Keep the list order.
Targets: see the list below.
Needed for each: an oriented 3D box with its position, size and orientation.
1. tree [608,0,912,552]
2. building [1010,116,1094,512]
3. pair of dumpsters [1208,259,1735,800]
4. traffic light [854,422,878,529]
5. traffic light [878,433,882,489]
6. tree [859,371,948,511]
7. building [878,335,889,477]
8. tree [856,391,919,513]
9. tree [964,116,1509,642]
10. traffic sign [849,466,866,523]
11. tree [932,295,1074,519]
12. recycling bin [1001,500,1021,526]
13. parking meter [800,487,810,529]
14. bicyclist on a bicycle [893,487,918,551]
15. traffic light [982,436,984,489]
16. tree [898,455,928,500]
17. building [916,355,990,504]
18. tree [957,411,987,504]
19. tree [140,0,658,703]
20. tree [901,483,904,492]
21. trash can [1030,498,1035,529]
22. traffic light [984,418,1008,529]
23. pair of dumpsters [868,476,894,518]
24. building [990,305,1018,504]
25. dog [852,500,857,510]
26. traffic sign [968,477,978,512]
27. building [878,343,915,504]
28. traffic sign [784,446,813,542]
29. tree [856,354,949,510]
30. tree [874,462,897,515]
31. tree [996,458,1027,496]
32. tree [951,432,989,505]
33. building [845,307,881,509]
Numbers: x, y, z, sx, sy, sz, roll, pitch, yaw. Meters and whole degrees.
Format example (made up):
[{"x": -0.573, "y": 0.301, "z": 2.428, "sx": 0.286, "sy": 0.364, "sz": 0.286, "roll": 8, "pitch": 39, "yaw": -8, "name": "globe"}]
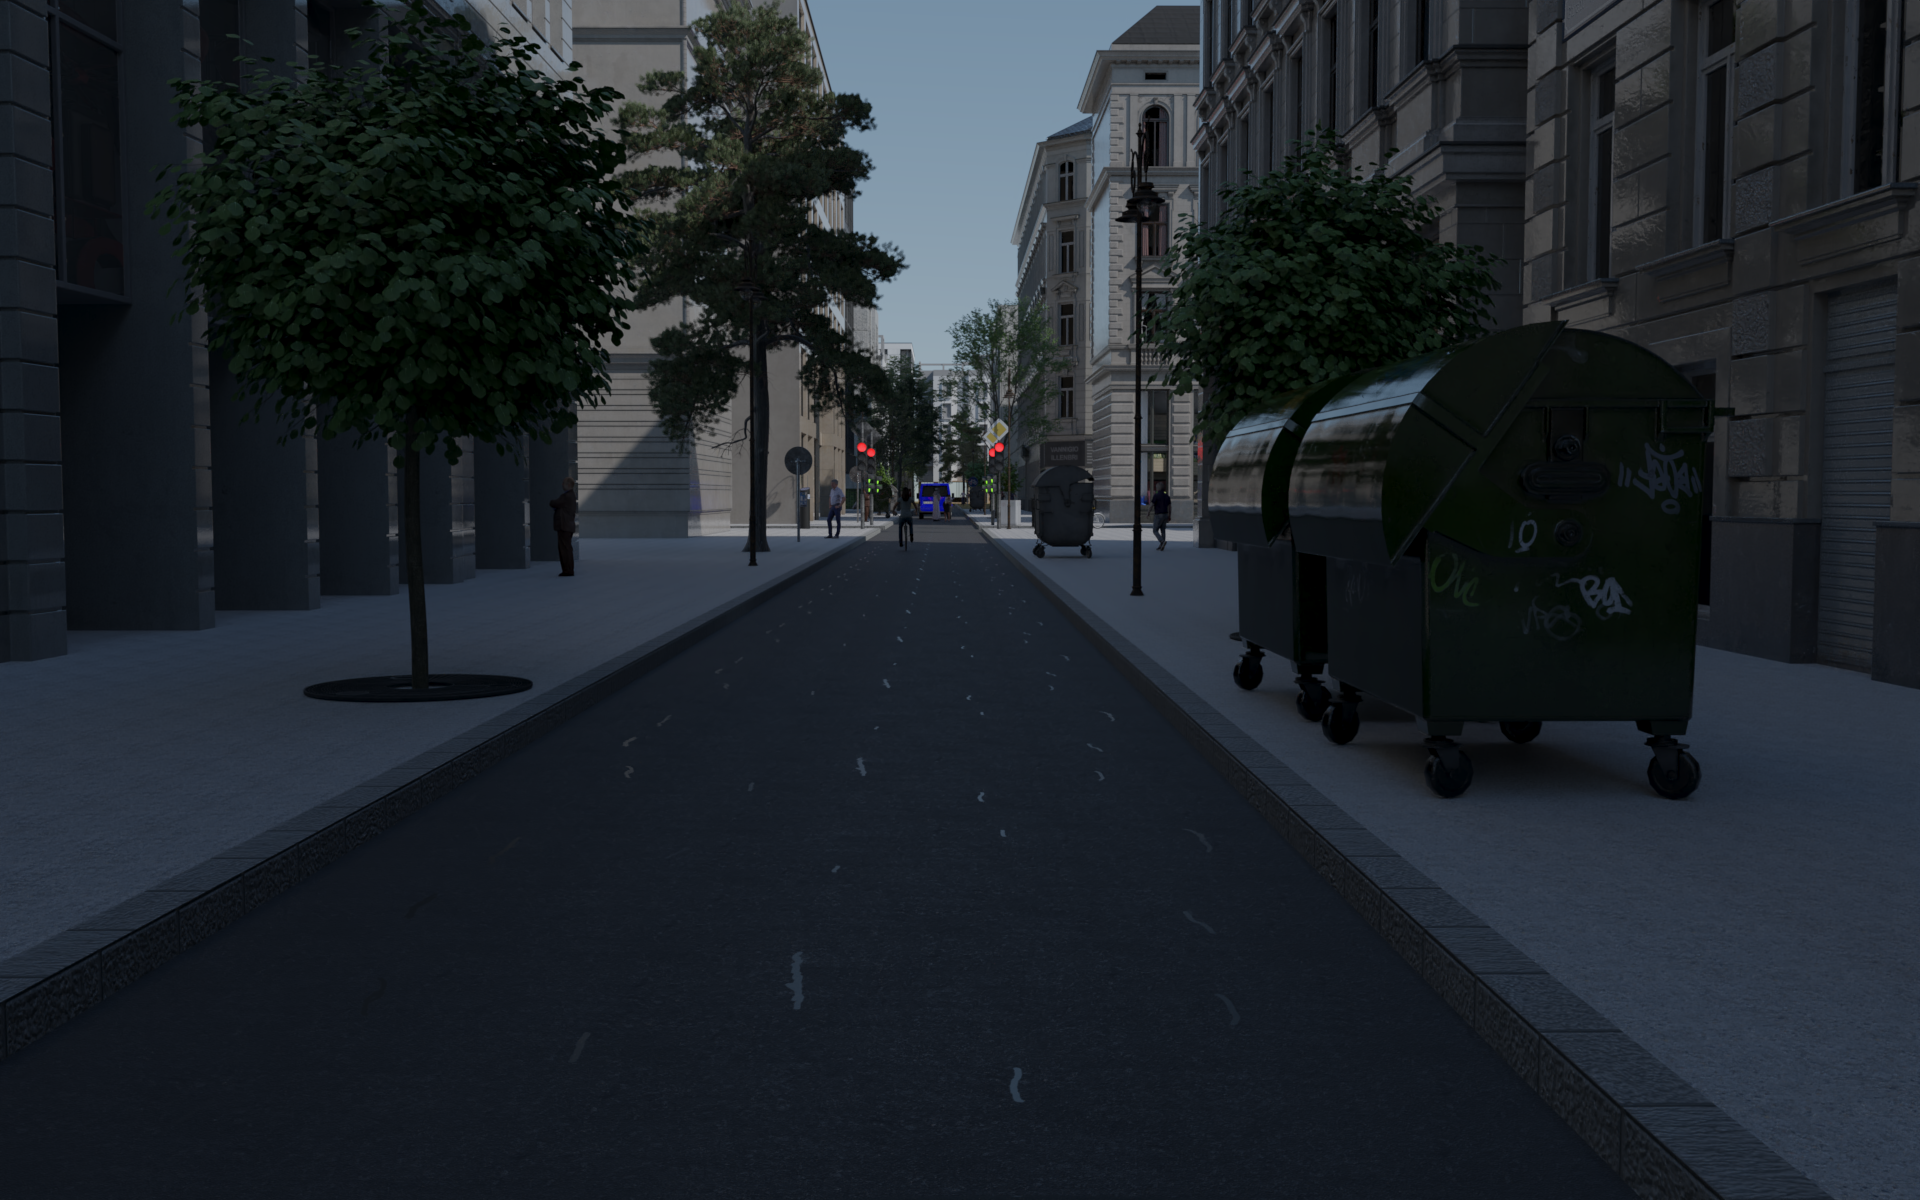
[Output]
[{"x": -4.428, "y": -7.102, "z": 38.174, "sx": 6.751, "sy": 12.117, "sz": 7.091, "roll": 0, "pitch": 3, "yaw": 0, "name": "tree"}, {"x": 12.954, "y": -21.292, "z": 124.542, "sx": 17.030, "sy": 29.872, "sz": 44.131, "roll": 0, "pitch": 4, "yaw": -1, "name": "building"}, {"x": 2.446, "y": -0.413, "z": 9.254, "sx": 1.574, "sy": 2.255, "sz": 4.436, "roll": 0, "pitch": 4, "yaw": -1, "name": "pair of dumpsters"}, {"x": -3.553, "y": -4.533, "z": 63.353, "sx": 0.839, "sy": 4.213, "sz": 0.868, "roll": 0, "pitch": 4, "yaw": -1, "name": "traffic light"}, {"x": -3.627, "y": -5.021, "z": 71.337, "sx": 0.839, "sy": 4.213, "sz": 0.868, "roll": 0, "pitch": 4, "yaw": -1, "name": "traffic light"}, {"x": -4.324, "y": -12.002, "z": 130.638, "sx": 7.601, "sy": 10.594, "sz": 8.767, "roll": 0, "pitch": 4, "yaw": 4, "name": "tree"}, {"x": -14.504, "y": -21.738, "z": 211.836, "sx": 11.380, "sy": 20.091, "sz": 16.016, "roll": 0, "pitch": 4, "yaw": -1, "name": "building"}, {"x": -4.919, "y": -10.253, "z": 118.001, "sx": 4.360, "sy": 8.622, "sz": 3.978, "roll": 0, "pitch": 3, "yaw": 0, "name": "tree"}, {"x": 3.033, "y": -1.927, "z": 15.224, "sx": 4.285, "sy": 4.588, "sz": 4.351, "roll": 0, "pitch": 3, "yaw": 0, "name": "tree"}, {"x": -4.598, "y": -4.758, "z": 77.897, "sx": 0.768, "sy": 2.556, "sz": 0.104, "roll": 0, "pitch": 4, "yaw": 3, "name": "traffic sign"}, {"x": 2.073, "y": -10.086, "z": 90.660, "sx": 9.928, "sy": 11.665, "sz": 9.643, "roll": 0, "pitch": 3, "yaw": 0, "name": "tree"}, {"x": 2.055, "y": -3.568, "z": 70.888, "sx": 0.722, "sy": 1.027, "sz": 0.722, "roll": 1, "pitch": 4, "yaw": 16, "name": "recycling bin"}, {"x": -5.712, "y": -3.389, "z": 63.820, "sx": 0.372, "sy": 1.533, "sz": 0.369, "roll": 0, "pitch": 3, "yaw": 0, "name": "parking meter"}, {"x": -1.380, "y": -2.074, "z": 43.937, "sx": 1.499, "sy": 1.676, "sz": 1.625, "roll": 0, "pitch": 4, "yaw": -2, "name": "bicyclist on a bicycle"}, {"x": 1.334, "y": -5.025, "z": 71.399, "sx": 0.839, "sy": 4.213, "sz": 0.868, "roll": 0, "pitch": 4, "yaw": -1, "name": "traffic light"}, {"x": -5.772, "y": -16.218, "z": 215.519, "sx": 4.737, "sy": 8.622, "sz": 4.395, "roll": 0, "pitch": 3, "yaw": 0, "name": "tree"}, {"x": -0.359, "y": -23.542, "z": 241.335, "sx": 11.380, "sy": 20.091, "sz": 16.016, "roll": 0, "pitch": 4, "yaw": -1, "name": "building"}, {"x": 0.483, "y": -18.449, "z": 223.703, "sx": 6.751, "sy": 12.117, "sz": 7.091, "roll": 0, "pitch": 3, "yaw": 0, "name": "tree"}, {"x": -3.501, "y": -1.687, "z": 11.290, "sx": 4.285, "sy": 4.588, "sz": 4.351, "roll": 0, "pitch": 3, "yaw": 0, "name": "tree"}, {"x": -6.020, "y": -9.864, "z": 155.874, "sx": 1.663, "sy": 3.219, "sz": 1.824, "roll": 0, "pitch": 3, "yaw": 0, "name": "tree"}, {"x": 2.958, "y": -3.210, "z": 64.142, "sx": 0.748, "sy": 1.137, "sz": 0.748, "roll": 0, "pitch": 3, "yaw": 0, "name": "trash can"}, {"x": 1.408, "y": -4.536, "z": 63.415, "sx": 0.839, "sy": 4.213, "sz": 0.868, "roll": 0, "pitch": 4, "yaw": -1, "name": "traffic light"}, {"x": -4.346, "y": -5.535, "z": 92.983, "sx": 1.574, "sy": 2.255, "sz": 4.436, "roll": 0, "pitch": 4, "yaw": -1, "name": "pair of dumpsters"}, {"x": 11.816, "y": -18.596, "z": 170.507, "sx": 16.747, "sy": 18.905, "sz": 31.486, "roll": 0, "pitch": 4, "yaw": -1, "name": "building"}, {"x": -8.629, "y": -7.849, "z": 142.711, "sx": 0.513, "sy": 0.831, "sz": 0.800, "roll": -1, "pitch": 4, "yaw": -23, "name": "dog"}, {"x": 0.958, "y": -7.750, "z": 126.826, "sx": 0.768, "sy": 2.556, "sz": 0.104, "roll": 0, "pitch": 4, "yaw": 6, "name": "traffic sign"}, {"x": -22.919, "y": -24.666, "z": 247.255, "sx": 32.646, "sy": 21.610, "sz": 27.936, "roll": 0, "pitch": 4, "yaw": -1, "name": "building"}, {"x": -4.321, "y": -2.825, "z": 46.299, "sx": 0.768, "sy": 2.556, "sz": 0.104, "roll": 0, "pitch": 4, "yaw": 6, "name": "traffic sign"}, {"x": -4.539, "y": -13.600, "z": 140.491, "sx": 7.486, "sy": 12.596, "sz": 7.792, "roll": 0, "pitch": 3, "yaw": 0, "name": "tree"}, {"x": -4.871, "y": -6.771, "z": 105.309, "sx": 1.663, "sy": 3.219, "sz": 1.824, "roll": 0, "pitch": 3, "yaw": 0, "name": "tree"}, {"x": 2.497, "y": -5.467, "z": 83.994, "sx": 1.663, "sy": 3.219, "sz": 1.824, "roll": 0, "pitch": 3, "yaw": 0, "name": "tree"}, {"x": 1.325, "y": -15.598, "z": 205.395, "sx": 4.360, "sy": 8.622, "sz": 3.978, "roll": 0, "pitch": 3, "yaw": 0, "name": "tree"}, {"x": -16.332, "y": -18.111, "z": 162.570, "sx": 16.747, "sy": 18.905, "sz": 31.486, "roll": 0, "pitch": 4, "yaw": -1, "name": "building"}]
